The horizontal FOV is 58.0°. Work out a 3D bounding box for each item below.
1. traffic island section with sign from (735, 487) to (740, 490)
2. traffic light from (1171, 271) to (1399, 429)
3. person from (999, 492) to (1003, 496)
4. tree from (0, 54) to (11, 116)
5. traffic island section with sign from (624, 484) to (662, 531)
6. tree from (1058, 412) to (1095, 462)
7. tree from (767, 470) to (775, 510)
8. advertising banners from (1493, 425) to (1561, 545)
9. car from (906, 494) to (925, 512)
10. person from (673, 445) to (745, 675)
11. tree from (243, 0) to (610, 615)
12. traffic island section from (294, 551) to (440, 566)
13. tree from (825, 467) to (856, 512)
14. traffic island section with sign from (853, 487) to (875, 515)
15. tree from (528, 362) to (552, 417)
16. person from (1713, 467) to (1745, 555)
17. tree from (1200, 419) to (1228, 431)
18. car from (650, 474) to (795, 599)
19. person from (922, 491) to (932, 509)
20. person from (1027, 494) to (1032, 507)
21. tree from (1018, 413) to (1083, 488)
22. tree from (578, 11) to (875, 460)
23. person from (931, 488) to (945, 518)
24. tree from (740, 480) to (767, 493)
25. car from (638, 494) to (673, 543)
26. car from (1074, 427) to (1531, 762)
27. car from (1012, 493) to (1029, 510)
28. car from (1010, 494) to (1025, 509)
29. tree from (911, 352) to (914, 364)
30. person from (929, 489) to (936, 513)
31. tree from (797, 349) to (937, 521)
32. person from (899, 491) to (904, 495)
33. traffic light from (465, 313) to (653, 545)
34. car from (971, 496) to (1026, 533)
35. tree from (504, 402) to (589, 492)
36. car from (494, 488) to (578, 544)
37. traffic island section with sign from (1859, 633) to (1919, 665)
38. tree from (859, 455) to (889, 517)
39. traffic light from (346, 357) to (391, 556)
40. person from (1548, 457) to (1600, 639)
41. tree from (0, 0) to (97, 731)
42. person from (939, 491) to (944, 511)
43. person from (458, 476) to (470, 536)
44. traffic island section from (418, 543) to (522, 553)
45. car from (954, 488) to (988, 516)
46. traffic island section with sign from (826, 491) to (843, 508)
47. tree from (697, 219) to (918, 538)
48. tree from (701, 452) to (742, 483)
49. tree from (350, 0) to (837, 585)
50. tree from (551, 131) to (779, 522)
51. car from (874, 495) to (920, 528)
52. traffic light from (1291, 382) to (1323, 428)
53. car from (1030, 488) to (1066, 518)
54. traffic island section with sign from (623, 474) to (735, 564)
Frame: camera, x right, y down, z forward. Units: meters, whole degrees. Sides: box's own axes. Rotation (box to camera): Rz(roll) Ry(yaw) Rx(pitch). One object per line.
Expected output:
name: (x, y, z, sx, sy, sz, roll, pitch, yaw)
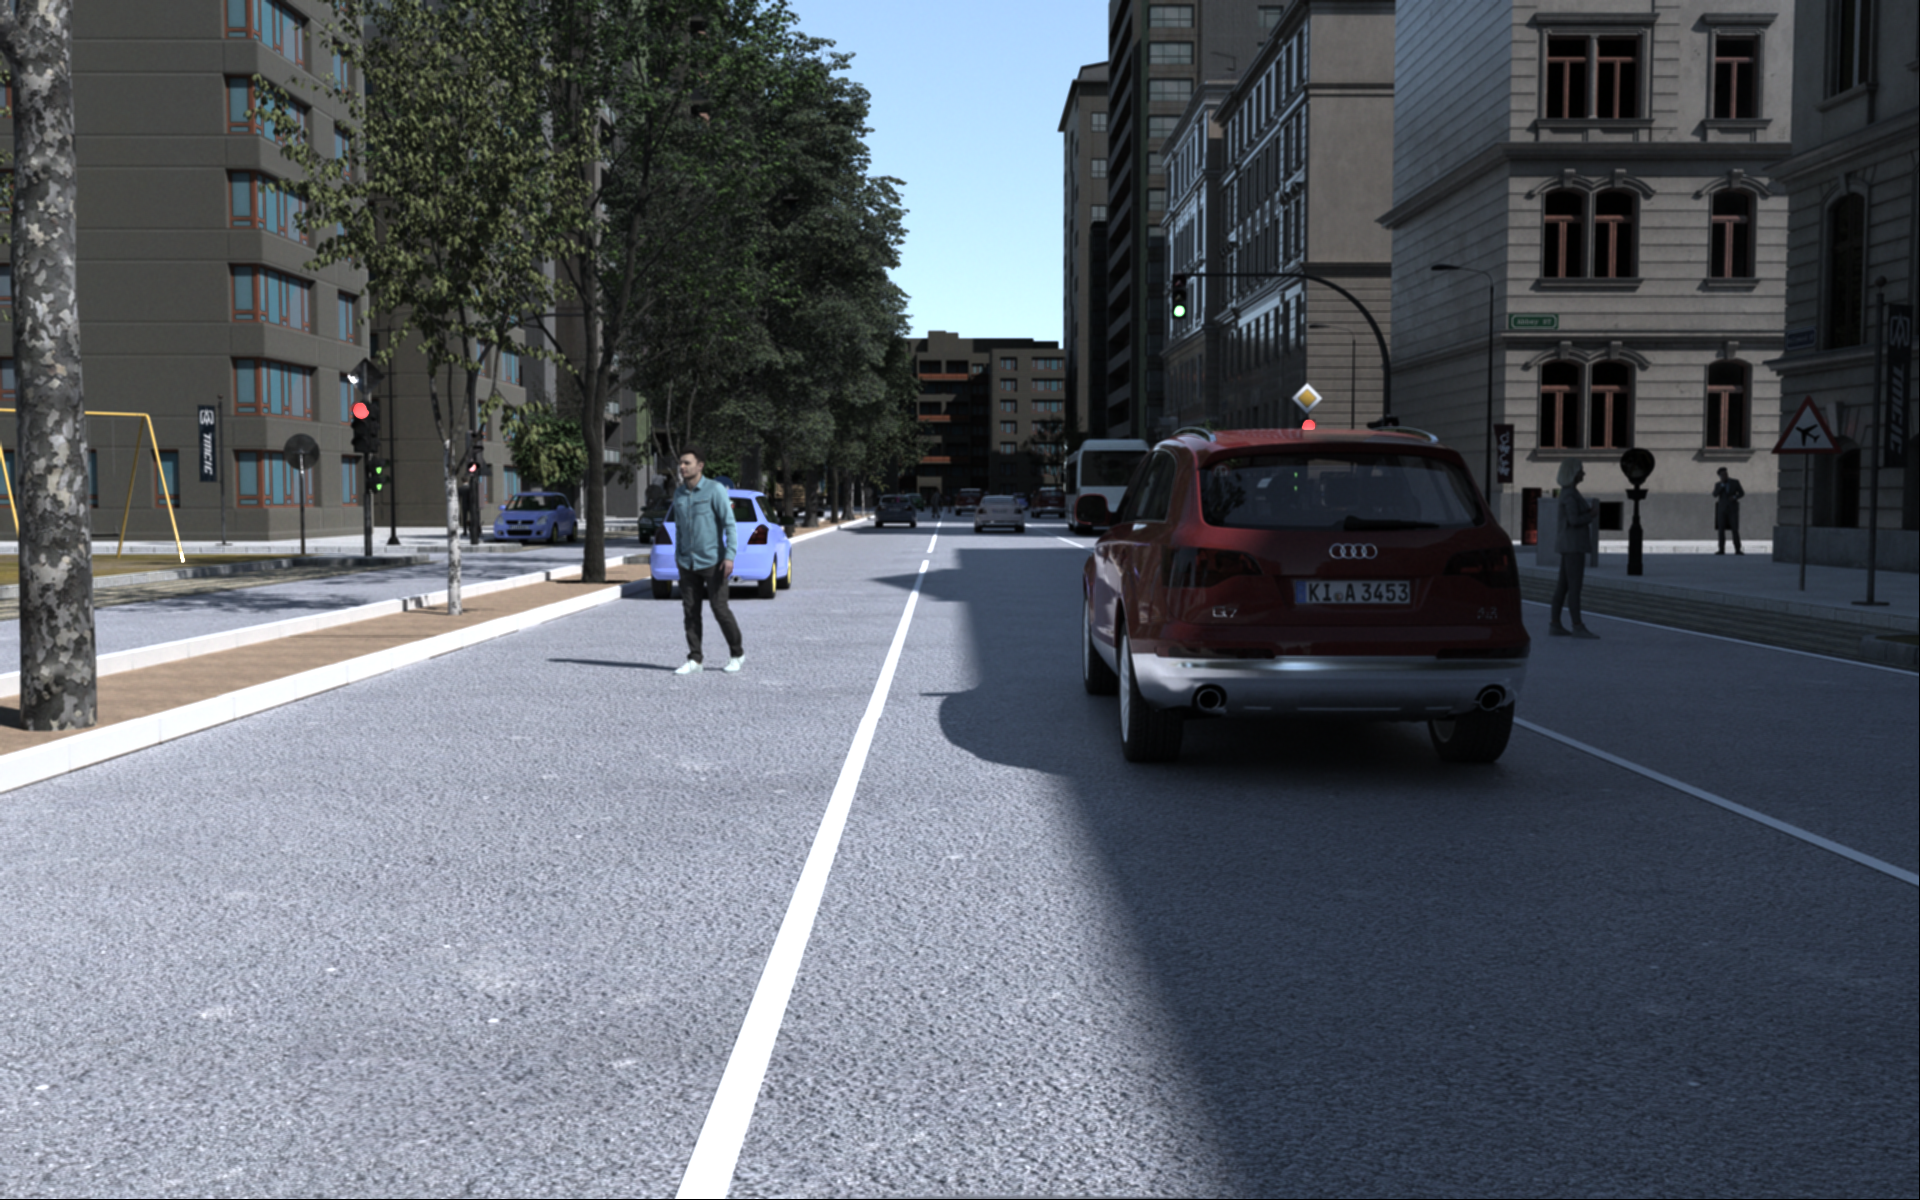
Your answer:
traffic island section with sign: (-12.259, -5.311, 95.456, 1.989, 1.847, 2.006, 0, 4, 0)
traffic light: (6.676, -3.728, 35.619, 4.771, 5.953, 1.251, 0, 4, 0)
person: (4.553, -10.978, 188.935, 0.756, 1.711, 0.436, -2, 4, -35)
tree: (-14.968, -4.521, 24.282, 4.737, 8.622, 4.395, 0, 3, 0)
traffic island section with sign: (-12.101, -3.653, 68.357, 1.989, 1.847, 2.006, 0, 4, 0)
tree: (10.467, -12.508, 154.863, 4.737, 8.622, 4.395, 0, 3, 0)
tree: (-15.391, -8.947, 140.890, 1.663, 3.219, 1.824, 0, 3, 0)
advertising banners: (14.314, -2.878, 43.242, 2.074, 3.025, 0.090, 0, 4, -1)
car: (-3.841, -8.154, 142.115, 1.959, 1.807, 4.718, 0, 4, -1)
person: (-2.010, -0.329, 13.895, 0.660, 1.820, 0.620, 2, 4, 28)
tree: (-5.920, -4.106, 19.949, 4.737, 8.622, 4.395, 0, 3, 0)
traffic island section: (-12.234, -0.825, 35.768, 2.009, 0.180, 2.903, 0, 4, 0)
tree: (-6.282, -9.033, 100.504, 4.360, 8.622, 3.978, 0, 3, 0)
traffic island section with sign: (-6.335, -6.755, 118.584, 2.006, 1.907, 1.989, 0, 4, 0)
tree: (-17.861, -7.956, 80.451, 4.360, 8.622, 3.978, 0, 3, 0)
person: (16.268, -1.883, 36.636, 0.655, 1.846, 0.447, 2, 4, 26)
tree: (10.844, -5.609, 75.428, 4.285, 4.588, 4.351, 0, 3, 0)
car: (-3.382, -0.941, 24.977, 1.945, 1.707, 3.694, 0, 4, -1)
person: (-3.195, -9.861, 170.451, 1.217, 1.743, 0.721, -1, 4, -10)
person: (7.530, -10.806, 188.444, 0.557, 1.426, 1.065, 3, 4, 38)
tree: (11.061, -16.045, 196.747, 8.767, 10.594, 7.601, -1, 4, -9)
tree: (-5.783, -8.433, 46.988, 9.857, 13.997, 8.962, 0, 3, 0)
person: (-1.388, -5.793, 103.483, 0.850, 1.792, 0.678, 3, 5, 40)
tree: (-15.963, -8.370, 131.449, 1.663, 3.219, 1.824, 0, 3, 0)
car: (-8.381, -2.451, 51.865, 2.131, 1.459, 4.920, 0, 4, 1)
car: (1.891, -0.130, 10.791, 2.281, 1.827, 5.304, 0, 4, 0)
car: (5.267, -8.947, 155.875, 1.945, 1.707, 3.694, 0, 4, 0)
car: (5.302, -9.183, 161.943, 2.131, 1.459, 4.920, 0, 4, -1)
tree: (-5.975, -9.497, 83.491, 9.928, 11.665, 9.643, 0, 3, 0)
person: (-2.032, -7.520, 131.463, 0.705, 1.822, 1.348, -1, 4, -17)
tree: (-6.072, -10.633, 93.309, 9.611, 12.733, 9.660, 0, 3, 0)
person: (-5.561, -9.458, 163.672, 0.617, 1.759, 0.750, -1, 4, -11)
traffic light: (-10.150, -4.220, 43.666, 4.771, 5.953, 1.251, 0, 4, 0)
car: (1.473, -3.258, 65.638, 2.083, 1.381, 4.827, 0, 3, 0)
tree: (-14.742, -4.797, 62.138, 4.285, 4.588, 4.351, 0, 3, 0)
car: (-12.262, -2.477, 50.088, 1.945, 1.707, 3.694, 0, 4, 1)
traffic island section with sign: (8.937, -0.379, 14.828, 1.989, 1.847, 2.006, 0, 4, 0)
tree: (-5.923, -9.359, 105.844, 4.737, 8.622, 4.395, 0, 3, 0)
traffic light: (-12.194, -2.857, 35.633, 0.839, 4.253, 0.868, 0, 4, 0)
person: (6.211, -0.534, 17.411, 0.526, 1.800, 0.537, 2, 4, 29)
tree: (-6.733, -9.326, 10.835, 12.611, 20.169, 13.585, 0, 3, 0)
person: (-1.765, -8.551, 148.862, 0.990, 1.755, 0.434, -2, 4, -26)
person: (-15.098, -2.879, 53.077, 0.622, 1.834, 0.822, -3, 4, -36)
traffic island section: (-12.281, -1.313, 43.753, 2.009, 0.180, 2.903, 0, 4, 0)
car: (0.733, -6.613, 116.788, 2.281, 1.827, 5.304, 0, 4, 1)
traffic island section with sign: (-12.725, -10.072, 173.312, 1.989, 1.847, 2.006, 0, 4, 0)
tree: (-5.514, -7.281, 55.906, 8.767, 10.594, 7.601, 0, 4, 0)
tree: (-15.704, -7.819, 111.561, 4.285, 4.588, 4.351, 0, 3, 0)
tree: (-5.754, -6.059, 27.277, 9.928, 11.665, 9.643, 0, 3, 0)
tree: (-5.632, -5.002, 34.600, 4.360, 8.622, 3.978, 0, 3, 0)
car: (-2.777, -3.877, 75.388, 2.014, 1.417, 4.499, 0, 4, 0)
traffic light: (8.719, -3.354, 43.758, 0.839, 4.253, 0.868, 0, 4, 0)
car: (5.411, -5.855, 104.401, 2.281, 1.827, 5.304, 0, 4, -2)
traffic island section with sign: (-5.845, -1.707, 36.039, 2.006, 1.907, 1.989, 0, 4, 0)
